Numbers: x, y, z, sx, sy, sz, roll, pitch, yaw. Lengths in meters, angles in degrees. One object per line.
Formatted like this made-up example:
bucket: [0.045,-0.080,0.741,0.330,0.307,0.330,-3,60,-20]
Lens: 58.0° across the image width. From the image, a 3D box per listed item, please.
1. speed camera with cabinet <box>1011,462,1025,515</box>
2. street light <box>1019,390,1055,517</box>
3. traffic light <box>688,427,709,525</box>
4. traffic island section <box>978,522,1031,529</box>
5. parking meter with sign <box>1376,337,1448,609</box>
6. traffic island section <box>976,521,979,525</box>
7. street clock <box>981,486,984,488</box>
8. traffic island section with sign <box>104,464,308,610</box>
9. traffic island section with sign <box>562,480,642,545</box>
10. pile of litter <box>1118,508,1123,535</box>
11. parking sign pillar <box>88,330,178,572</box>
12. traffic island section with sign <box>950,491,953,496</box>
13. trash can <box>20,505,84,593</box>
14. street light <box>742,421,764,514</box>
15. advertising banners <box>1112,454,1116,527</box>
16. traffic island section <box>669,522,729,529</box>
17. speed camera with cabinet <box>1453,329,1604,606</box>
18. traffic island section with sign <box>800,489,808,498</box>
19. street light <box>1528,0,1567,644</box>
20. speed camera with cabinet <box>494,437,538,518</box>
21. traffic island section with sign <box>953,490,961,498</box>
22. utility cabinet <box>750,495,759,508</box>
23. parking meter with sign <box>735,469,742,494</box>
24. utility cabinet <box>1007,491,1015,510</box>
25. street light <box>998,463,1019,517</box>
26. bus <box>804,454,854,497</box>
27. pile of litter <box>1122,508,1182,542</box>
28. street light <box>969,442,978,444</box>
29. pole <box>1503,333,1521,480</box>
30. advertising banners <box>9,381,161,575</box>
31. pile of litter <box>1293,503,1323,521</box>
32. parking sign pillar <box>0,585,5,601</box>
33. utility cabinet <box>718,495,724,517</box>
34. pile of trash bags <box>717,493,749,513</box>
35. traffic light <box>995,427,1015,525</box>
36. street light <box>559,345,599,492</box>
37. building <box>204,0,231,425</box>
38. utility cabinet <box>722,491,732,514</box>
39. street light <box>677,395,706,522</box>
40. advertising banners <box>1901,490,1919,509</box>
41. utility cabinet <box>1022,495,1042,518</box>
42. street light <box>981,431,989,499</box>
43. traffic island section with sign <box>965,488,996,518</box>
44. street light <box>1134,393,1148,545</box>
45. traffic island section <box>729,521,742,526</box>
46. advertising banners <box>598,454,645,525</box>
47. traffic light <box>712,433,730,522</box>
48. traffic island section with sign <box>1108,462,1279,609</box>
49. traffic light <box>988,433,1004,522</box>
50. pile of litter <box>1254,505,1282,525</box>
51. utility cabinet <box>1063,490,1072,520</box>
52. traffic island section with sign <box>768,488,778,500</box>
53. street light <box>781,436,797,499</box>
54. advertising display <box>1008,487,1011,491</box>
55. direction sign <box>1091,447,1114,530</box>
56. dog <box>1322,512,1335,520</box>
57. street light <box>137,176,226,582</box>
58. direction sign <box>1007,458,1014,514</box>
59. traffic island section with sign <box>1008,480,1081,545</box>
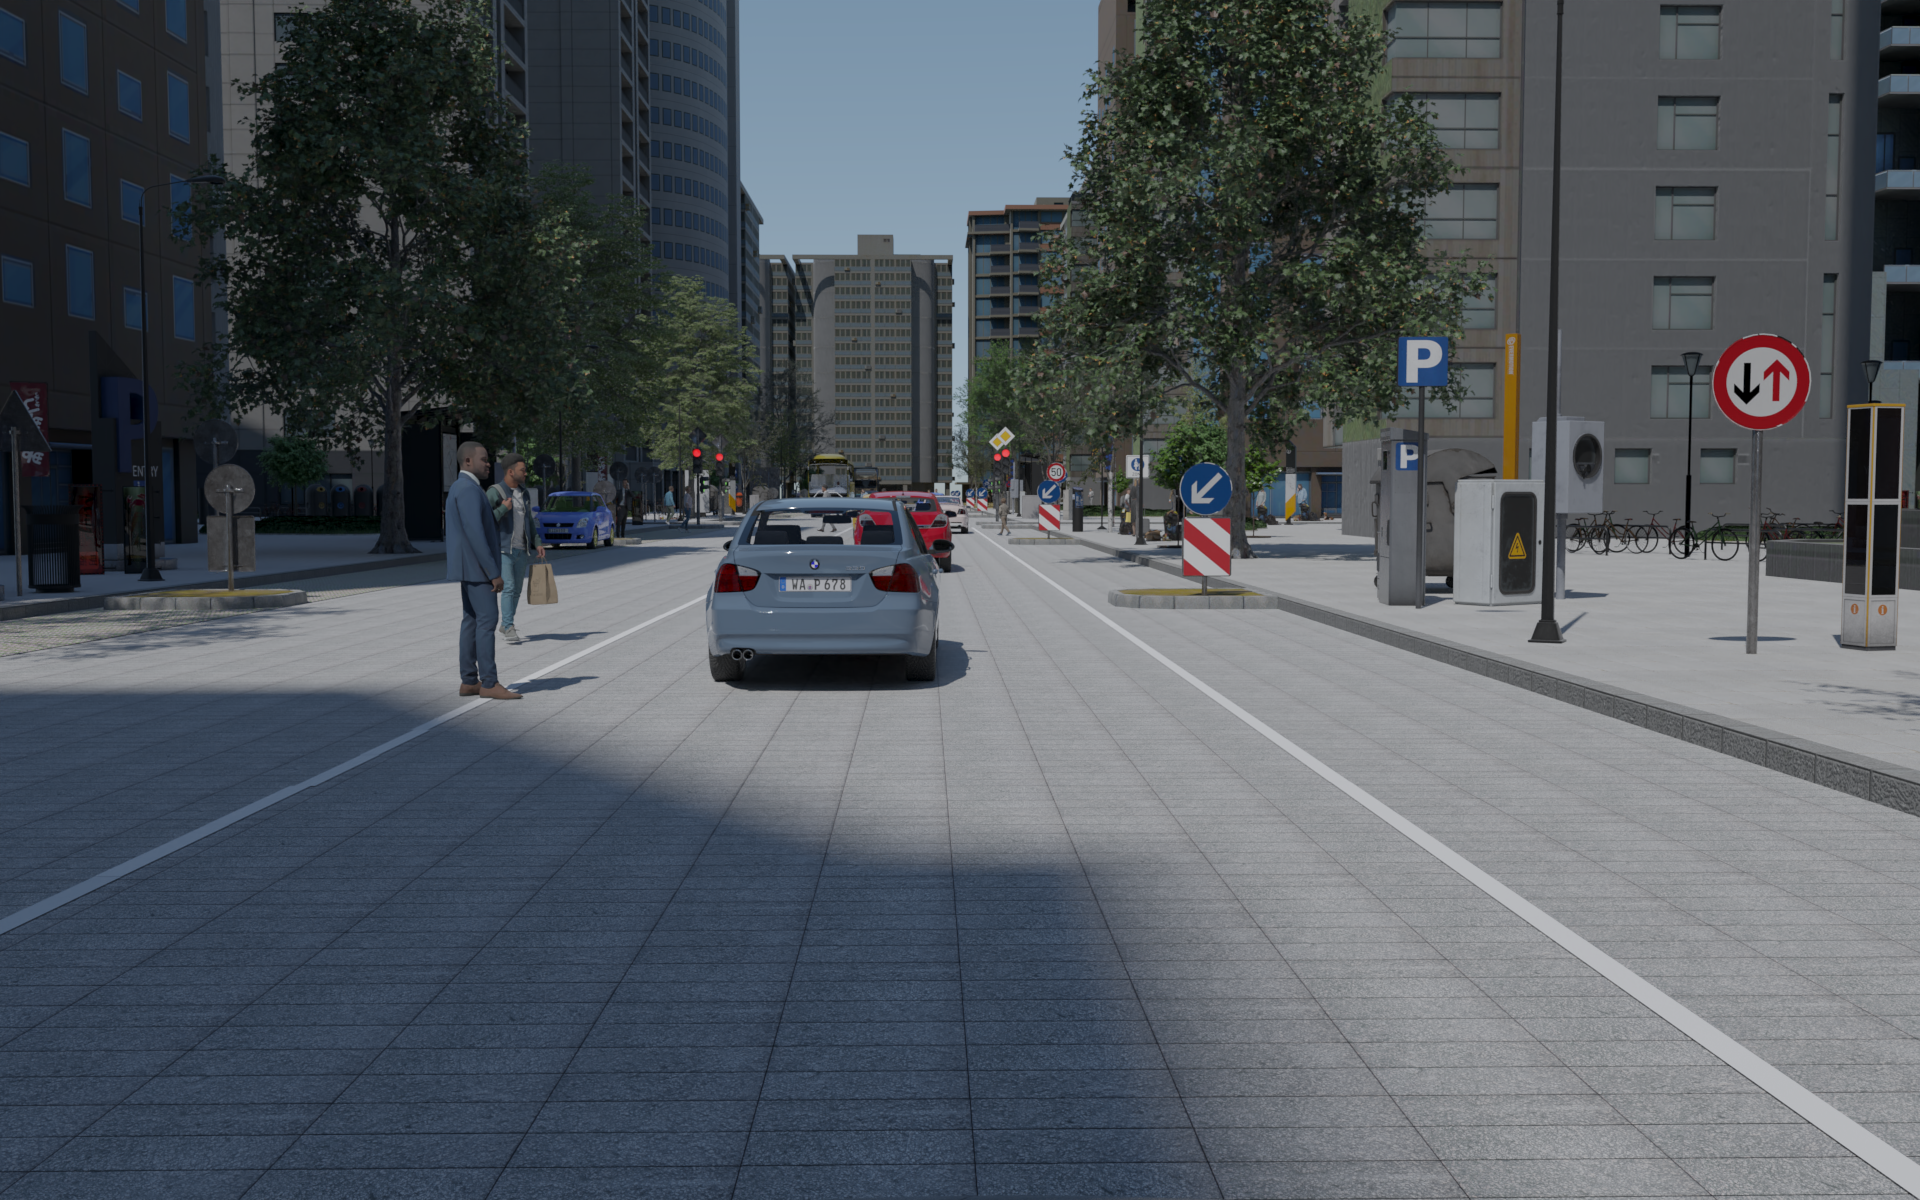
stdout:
speed camera with cabinet: [3.834,-6.893,107.036,0.660,3.252,2.038,-2,4,-26]
street light: [3.356,-6.094,72.180,1.470,5.913,1.316,0,4,-1]
traffic light: [-10.881,-5.083,72.027,0.839,4.253,0.868,0,4,-1]
traffic island section: [1.917,-3.067,72.423,2.009,0.180,2.903,0,4,-1]
parking meter with sign: [5.173,-1.459,20.109,0.543,3.016,1.738,0,4,3]
traffic island section: [1.750,-3.555,80.407,2.009,0.180,2.903,0,4,-1]
street clock: [1.967,-9.001,151.737,0.358,2.002,0.471,-1,4,-8]
traffic island section with sign: [-9.553,-0.831,22.221,1.989,1.847,2.006,0,4,-1]
traffic island section with sign: [-10.119,-2.480,49.170,1.989,1.847,2.006,0,4,-1]
pile of litter: [5.512,-2.494,54.746,1.176,0.858,1.719,1,4,18]
parking sign pillar: [-14.051,-2.494,29.248,1.447,3.967,1.447,1,4,9]
traffic island section with sign: [-0.376,-10.617,182.218,1.989,1.847,2.006,0,4,-1]
trash can: [-11.829,-0.670,22.604,0.748,1.137,0.748,0,3,0]
street light: [-13.109,-8.383,109.610,1.470,5.913,1.316,0,4,-1]
advertising banners: [6.077,-4.418,68.416,0.090,3.025,2.074,1,4,9]
traffic island section: [-10.922,-3.051,72.161,2.009,0.180,2.903,0,4,-1]
speed camera with cabinet: [6.723,-1.594,20.393,2.038,3.252,0.660,-2,4,-34]
traffic island section with sign: [-11.855,-7.576,132.503,1.989,1.847,2.006,0,4,-1]
street light: [4.550,-2.587,14.834,1.470,5.913,1.316,0,4,-1]
speed camera with cabinet: [-12.395,-3.306,48.386,0.660,3.252,2.038,0,4,5]
traffic island section with sign: [0.663,-7.596,132.815,1.989,1.847,2.006,0,4,-1]
utility cabinet: [-14.294,-6.677,120.338,0.306,1.237,1.020,-2,4,-29]
parking meter with sign: [-15.850,-7.778,123.438,0.543,3.016,1.738,1,4,11]
utility cabinet: [3.997,-7.962,138.853,0.318,1.500,1.173,3,5,41]
street light: [2.786,-7.634,97.359,1.470,5.913,1.316,0,4,-1]
bus: [-8.122,-7.235,109.835,2.896,3.916,12.252,0,4,-2]
pile of litter: [5.547,-2.047,47.428,1.719,0.858,1.176,-2,4,-35]
street light: [1.527,-11.178,155.301,1.470,5.913,1.316,0,4,-1]
pole: [7.044,-1.731,22.148,0.158,3.312,0.155,0,3,0]
advertising banners: [-13.816,-1.910,27.410,2.074,3.025,0.090,-2,4,-32]
pile of litter: [16.295,-4.161,82.002,1.719,0.858,1.176,2,4,25]
parking sign pillar: [-12.189,-1.958,20.492,1.447,3.967,1.447,0,4,2]
utility cabinet: [-13.420,-5.274,97.390,0.306,1.237,1.020,-1,4,-12]
pile of trash bags: [-15.276,-6.593,117.550,1.912,1.369,3.447,-1,4,-20]
traffic light: [1.877,-5.100,72.309,0.839,4.253,0.868,0,4,-1]
street light: [-11.929,-4.986,54.070,1.470,5.913,1.316,0,4,-1]
building: [-32.225,-22.721,55.086,14.086,41.232,14.154,0,4,-1]
utility cabinet: [-14.843,-6.199,110.034,0.318,1.500,1.173,1,4,20]
street light: [-12.537,-6.627,80.886,1.470,5.913,1.316,0,4,-1]
advertising banners: [39.158,-4.628,71.856,0.090,3.025,2.074,-2,4,-34]
utility cabinet: [3.793,-4.914,91.507,1.020,1.237,0.306,0,4,-2]
street light: [2.267,-9.406,126.334,1.470,5.913,1.316,0,4,-1]
traffic island section with sign: [1.223,-5.934,105.647,1.989,1.847,2.006,0,4,-1]
street light: [4.020,-4.341,43.519,1.470,5.913,1.316,0,4,-1]
traffic island section: [-11.088,-3.539,80.144,2.009,0.180,2.903,0,4,-1]
advertising banners: [-13.891,-4.561,70.753,2.074,3.025,0.090,-2,4,-28]
traffic light: [-11.048,-5.571,80.010,0.839,4.253,0.868,0,4,-1]
traffic island section with sign: [2.961,-0.847,22.472,1.989,1.847,2.006,0,4,-1]
traffic light: [1.710,-5.588,80.292,0.839,4.253,0.868,0,4,-1]
pile of litter: [12.440,-3.534,71.749,1.719,0.858,1.176,1,4,14]
utility cabinet: [5.387,-4.693,85.403,0.318,1.500,1.173,1,4,21]
traffic island section with sign: [-11.272,-5.879,104.749,1.989,1.847,2.006,0,4,-1]
street light: [-13.695,-10.137,138.272,1.470,5.913,1.316,0,4,-1]
advertising display: [4.453,-9.012,152.561,0.123,1.923,0.974,1,4,18]
direction sign: [5.143,-4.323,62.673,0.876,3.537,0.379,2,4,28]
dog: [18.005,-4.096,84.707,0.550,0.427,0.748,-1,4,-18]
street light: [-11.404,-3.233,25.406,1.470,5.913,1.316,0,4,-1]
direction sign: [3.104,-7.175,109.310,0.379,3.537,0.876,-3,5,-40]
traffic island section with sign: [2.393,-2.511,49.690,1.989,1.847,2.006,0,4,-1]
